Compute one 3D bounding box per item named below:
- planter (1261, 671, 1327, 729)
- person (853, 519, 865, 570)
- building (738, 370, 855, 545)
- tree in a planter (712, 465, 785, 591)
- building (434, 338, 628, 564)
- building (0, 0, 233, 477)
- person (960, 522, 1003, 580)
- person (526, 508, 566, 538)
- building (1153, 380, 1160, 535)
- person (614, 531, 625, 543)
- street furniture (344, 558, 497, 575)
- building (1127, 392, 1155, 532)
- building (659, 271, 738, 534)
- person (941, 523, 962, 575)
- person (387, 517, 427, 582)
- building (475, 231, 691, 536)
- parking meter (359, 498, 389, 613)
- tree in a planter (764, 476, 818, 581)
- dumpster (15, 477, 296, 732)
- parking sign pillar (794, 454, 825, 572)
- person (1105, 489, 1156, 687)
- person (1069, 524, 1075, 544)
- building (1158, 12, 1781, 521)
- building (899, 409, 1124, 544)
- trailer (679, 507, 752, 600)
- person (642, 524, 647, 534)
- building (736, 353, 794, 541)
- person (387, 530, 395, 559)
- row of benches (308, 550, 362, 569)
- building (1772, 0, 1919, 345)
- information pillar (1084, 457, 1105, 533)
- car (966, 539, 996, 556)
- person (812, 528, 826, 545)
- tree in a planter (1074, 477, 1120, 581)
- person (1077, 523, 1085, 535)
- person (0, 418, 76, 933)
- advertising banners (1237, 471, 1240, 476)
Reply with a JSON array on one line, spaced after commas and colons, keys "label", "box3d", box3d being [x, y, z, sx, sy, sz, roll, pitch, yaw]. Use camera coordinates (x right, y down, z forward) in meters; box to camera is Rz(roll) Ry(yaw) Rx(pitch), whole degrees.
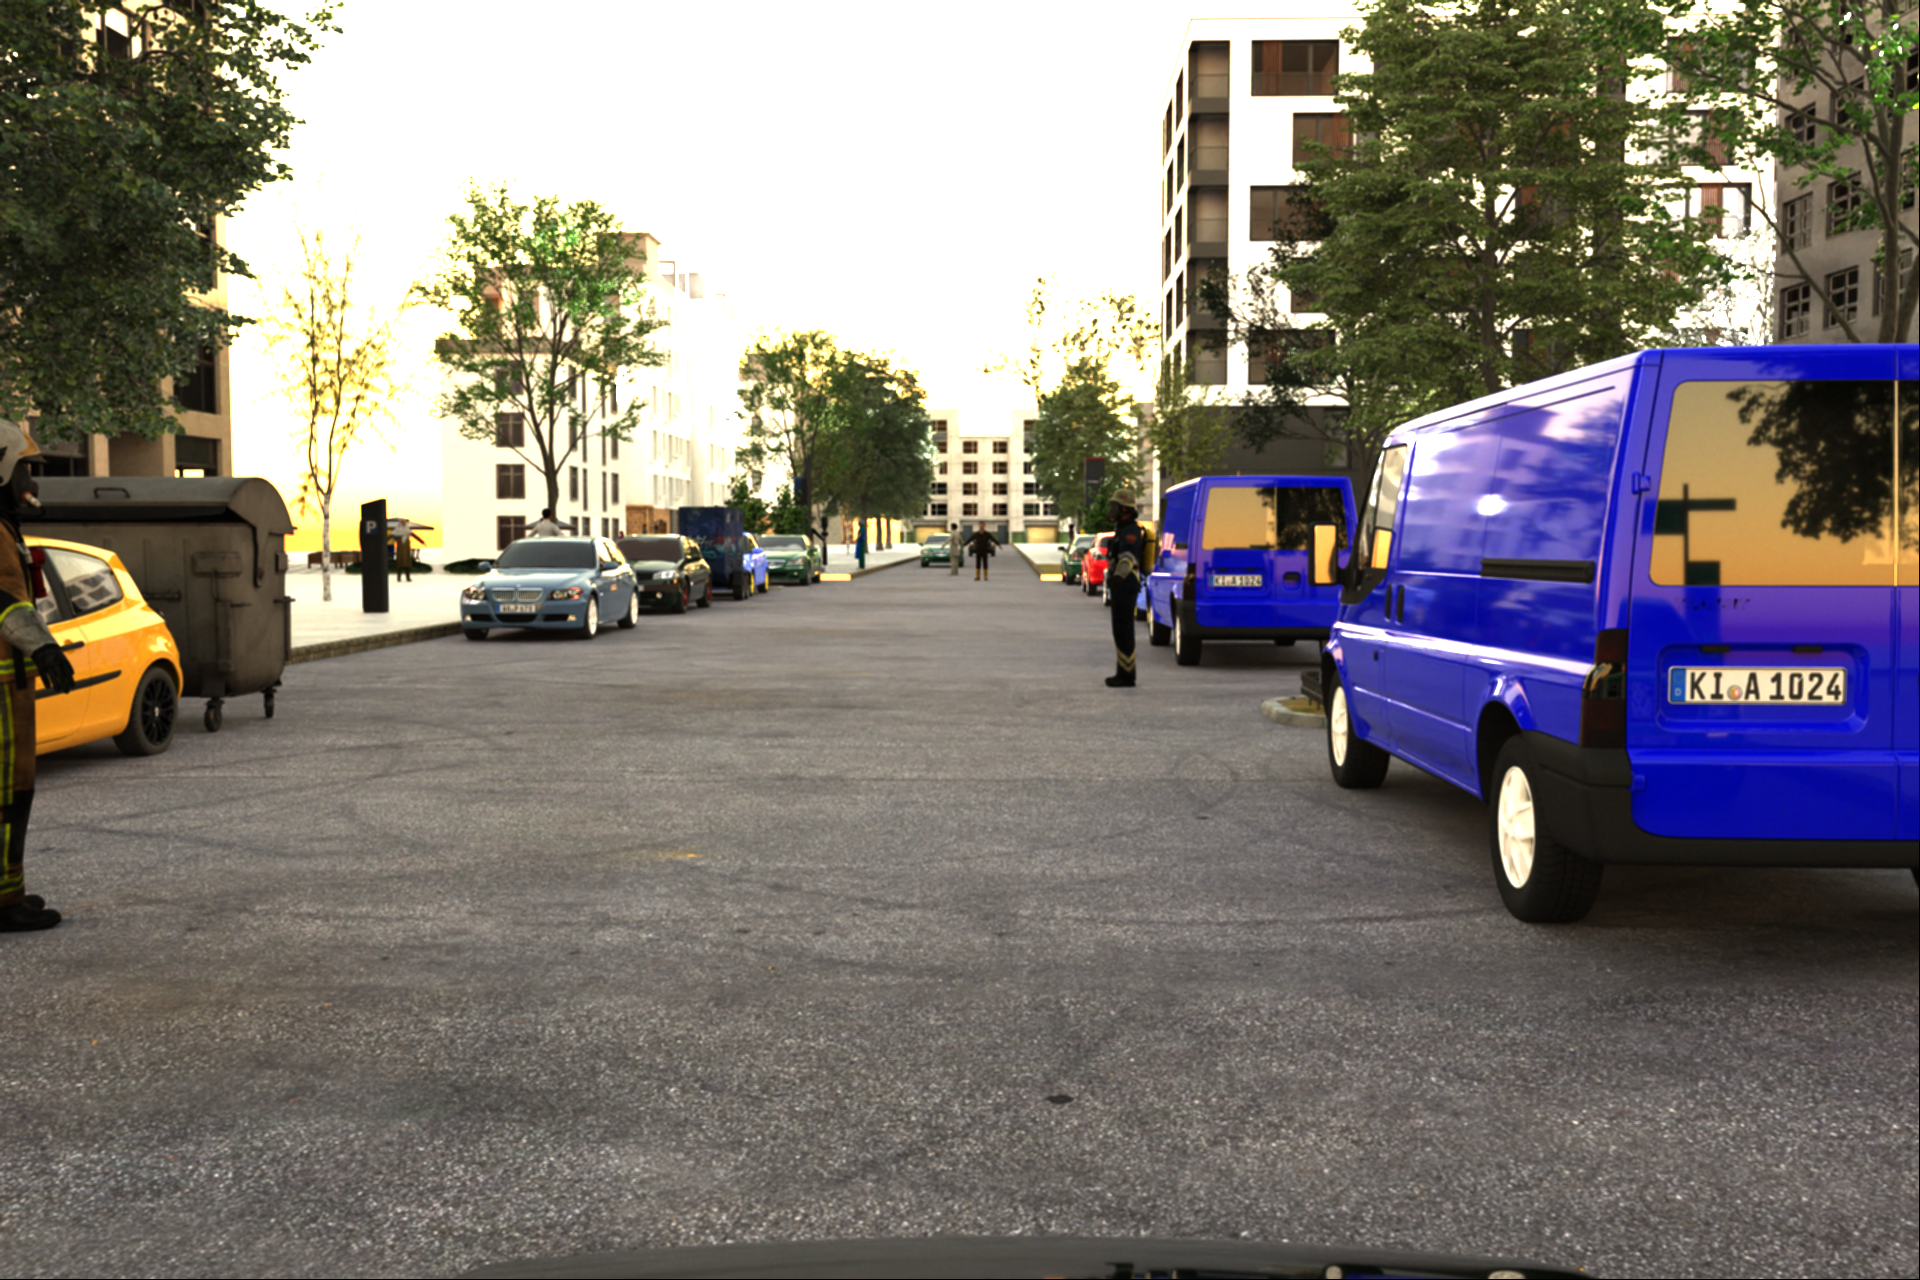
[{"label": "planter", "box3d": [3.406, 0.464, 13.547, 1.991, 0.319, 1.994, 0, 4, 2]}, {"label": "person", "box3d": [-3.619, -3.467, 62.812, 0.704, 1.817, 1.347, 1, 4, 9]}, {"label": "building", "box3d": [-23.397, -23.749, 219.220, 19.493, 23.208, 18.063, 0, 4, 1]}, {"label": "tree in a planter", "box3d": [-5.568, -2.889, 44.451, 1.991, 3.239, 1.994, 0, 4, 2]}, {"label": "building", "box3d": [-21.494, -8.954, 88.550, 9.099, 9.664, 28.070, 0, 4, 1]}, {"label": "building", "box3d": [-31.859, -14.172, 34.917, 19.350, 26.588, 34.151, 0, 4, 1]}, {"label": "person", "box3d": [0.675, -2.765, 53.806, 1.346, 1.812, 0.704, 1, 4, 11]}, {"label": "person", "box3d": [-8.504, -1.812, 35.780, 1.344, 1.810, 0.704, 1, 4, 18]}, {"label": "building", "box3d": [28.933, -21.788, 212.645, 16.016, 20.090, 11.380, 0, 4, 1]}, {"label": "person", "box3d": [-14.940, -4.097, 76.249, 0.599, 1.433, 0.991, 3, 5, 43]}, {"label": "street furniture", "box3d": [-14.363, -2.475, 56.097, 10.072, 0.657, 5.734, 1, 4, 15]}, {"label": "building", "box3d": [27.413, -22.884, 230.573, 16.016, 20.090, 11.380, 0, 4, 1]}, {"label": "building", "box3d": [-23.127, -16.486, 125.967, 16.016, 20.090, 11.380, 0, 4, 2]}, {"label": "person", "box3d": [-0.230, -3.175, 60.553, 0.705, 1.806, 1.347, 2, 4, 30]}, {"label": "person", "box3d": [-15.037, -2.451, 46.849, 1.217, 1.736, 0.721, -2, 4, -33]}, {"label": "building", "box3d": [-24.400, -15.495, 109.769, 16.016, 20.090, 11.380, 0, 4, 2]}, {"label": "parking meter", "box3d": [-9.589, -1.384, 28.333, 0.399, 1.863, 0.255, 0, 4, 2]}, {"label": "tree in a planter", "box3d": [-5.356, -3.439, 53.457, 1.991, 3.239, 1.994, 0, 4, 2]}, {"label": "dumpster", "box3d": [-6.106, -0.292, 12.991, 1.865, 1.857, 1.264, 0, 4, 2]}, {"label": "parking sign pillar", "box3d": [-5.250, -4.256, 58.050, 1.447, 3.967, 1.447, 0, 4, 2]}, {"label": "person", "box3d": [1.518, -0.496, 16.347, 0.705, 1.856, 1.354, 0, 4, 3]}, {"label": "person", "box3d": [5.981, -5.263, 92.191, 0.704, 1.843, 1.345, -1, 4, -11]}, {"label": "building", "box3d": [23.567, -14.729, 84.799, 27.936, 21.610, 32.646, 0, 4, 2]}, {"label": "building", "box3d": [7.333, -23.357, 250.794, 31.486, 18.905, 16.747, 0, 4, 1]}, {"label": "trailer", "box3d": [-5.393, -1.833, 37.021, 1.471, 1.999, 3.904, 0, 4, 1]}, {"label": "person", "box3d": [-15.670, -4.869, 85.880, 0.705, 1.796, 1.348, -1, 4, -11]}, {"label": "building", "box3d": [-23.873, -19.906, 181.876, 16.016, 20.090, 11.380, 0, 4, 1]}, {"label": "person", "box3d": [-23.128, -3.918, 70.527, 1.216, 1.772, 0.721, 2, 4, 25]}, {"label": "row of benches", "box3d": [-23.686, -3.101, 66.172, 1.422, 0.672, 4.104, 0, 4, 8]}, {"label": "building", "box3d": [28.310, -13.509, 39.280, 11.959, 24.771, 22.079, 0, 4, 2]}, {"label": "information pillar", "box3d": [4.557, -4.244, 58.761, 0.750, 3.857, 0.750, 0, 4, 1]}, {"label": "car", "box3d": [1.420, -6.288, 112.598, 2.009, 1.686, 4.222, 0, 3, 0]}, {"label": "person", "box3d": [-5.568, -3.517, 63.438, 1.347, 1.837, 0.705, -1, 4, -10]}, {"label": "tree in a planter", "box3d": [4.443, -3.456, 53.724, 1.991, 3.239, 1.994, 0, 4, 2]}, {"label": "person", "box3d": [5.906, -4.643, 81.882, 1.349, 1.833, 0.705, 3, 5, 44]}, {"label": "person", "box3d": [-3.502, 0.116, 6.332, 0.705, 1.858, 1.354, -3, 4, -38]}, {"label": "advertising banners", "box3d": [7.762, -3.231, 49.019, 0.090, 3.025, 2.074, 0, 4, 2]}]
